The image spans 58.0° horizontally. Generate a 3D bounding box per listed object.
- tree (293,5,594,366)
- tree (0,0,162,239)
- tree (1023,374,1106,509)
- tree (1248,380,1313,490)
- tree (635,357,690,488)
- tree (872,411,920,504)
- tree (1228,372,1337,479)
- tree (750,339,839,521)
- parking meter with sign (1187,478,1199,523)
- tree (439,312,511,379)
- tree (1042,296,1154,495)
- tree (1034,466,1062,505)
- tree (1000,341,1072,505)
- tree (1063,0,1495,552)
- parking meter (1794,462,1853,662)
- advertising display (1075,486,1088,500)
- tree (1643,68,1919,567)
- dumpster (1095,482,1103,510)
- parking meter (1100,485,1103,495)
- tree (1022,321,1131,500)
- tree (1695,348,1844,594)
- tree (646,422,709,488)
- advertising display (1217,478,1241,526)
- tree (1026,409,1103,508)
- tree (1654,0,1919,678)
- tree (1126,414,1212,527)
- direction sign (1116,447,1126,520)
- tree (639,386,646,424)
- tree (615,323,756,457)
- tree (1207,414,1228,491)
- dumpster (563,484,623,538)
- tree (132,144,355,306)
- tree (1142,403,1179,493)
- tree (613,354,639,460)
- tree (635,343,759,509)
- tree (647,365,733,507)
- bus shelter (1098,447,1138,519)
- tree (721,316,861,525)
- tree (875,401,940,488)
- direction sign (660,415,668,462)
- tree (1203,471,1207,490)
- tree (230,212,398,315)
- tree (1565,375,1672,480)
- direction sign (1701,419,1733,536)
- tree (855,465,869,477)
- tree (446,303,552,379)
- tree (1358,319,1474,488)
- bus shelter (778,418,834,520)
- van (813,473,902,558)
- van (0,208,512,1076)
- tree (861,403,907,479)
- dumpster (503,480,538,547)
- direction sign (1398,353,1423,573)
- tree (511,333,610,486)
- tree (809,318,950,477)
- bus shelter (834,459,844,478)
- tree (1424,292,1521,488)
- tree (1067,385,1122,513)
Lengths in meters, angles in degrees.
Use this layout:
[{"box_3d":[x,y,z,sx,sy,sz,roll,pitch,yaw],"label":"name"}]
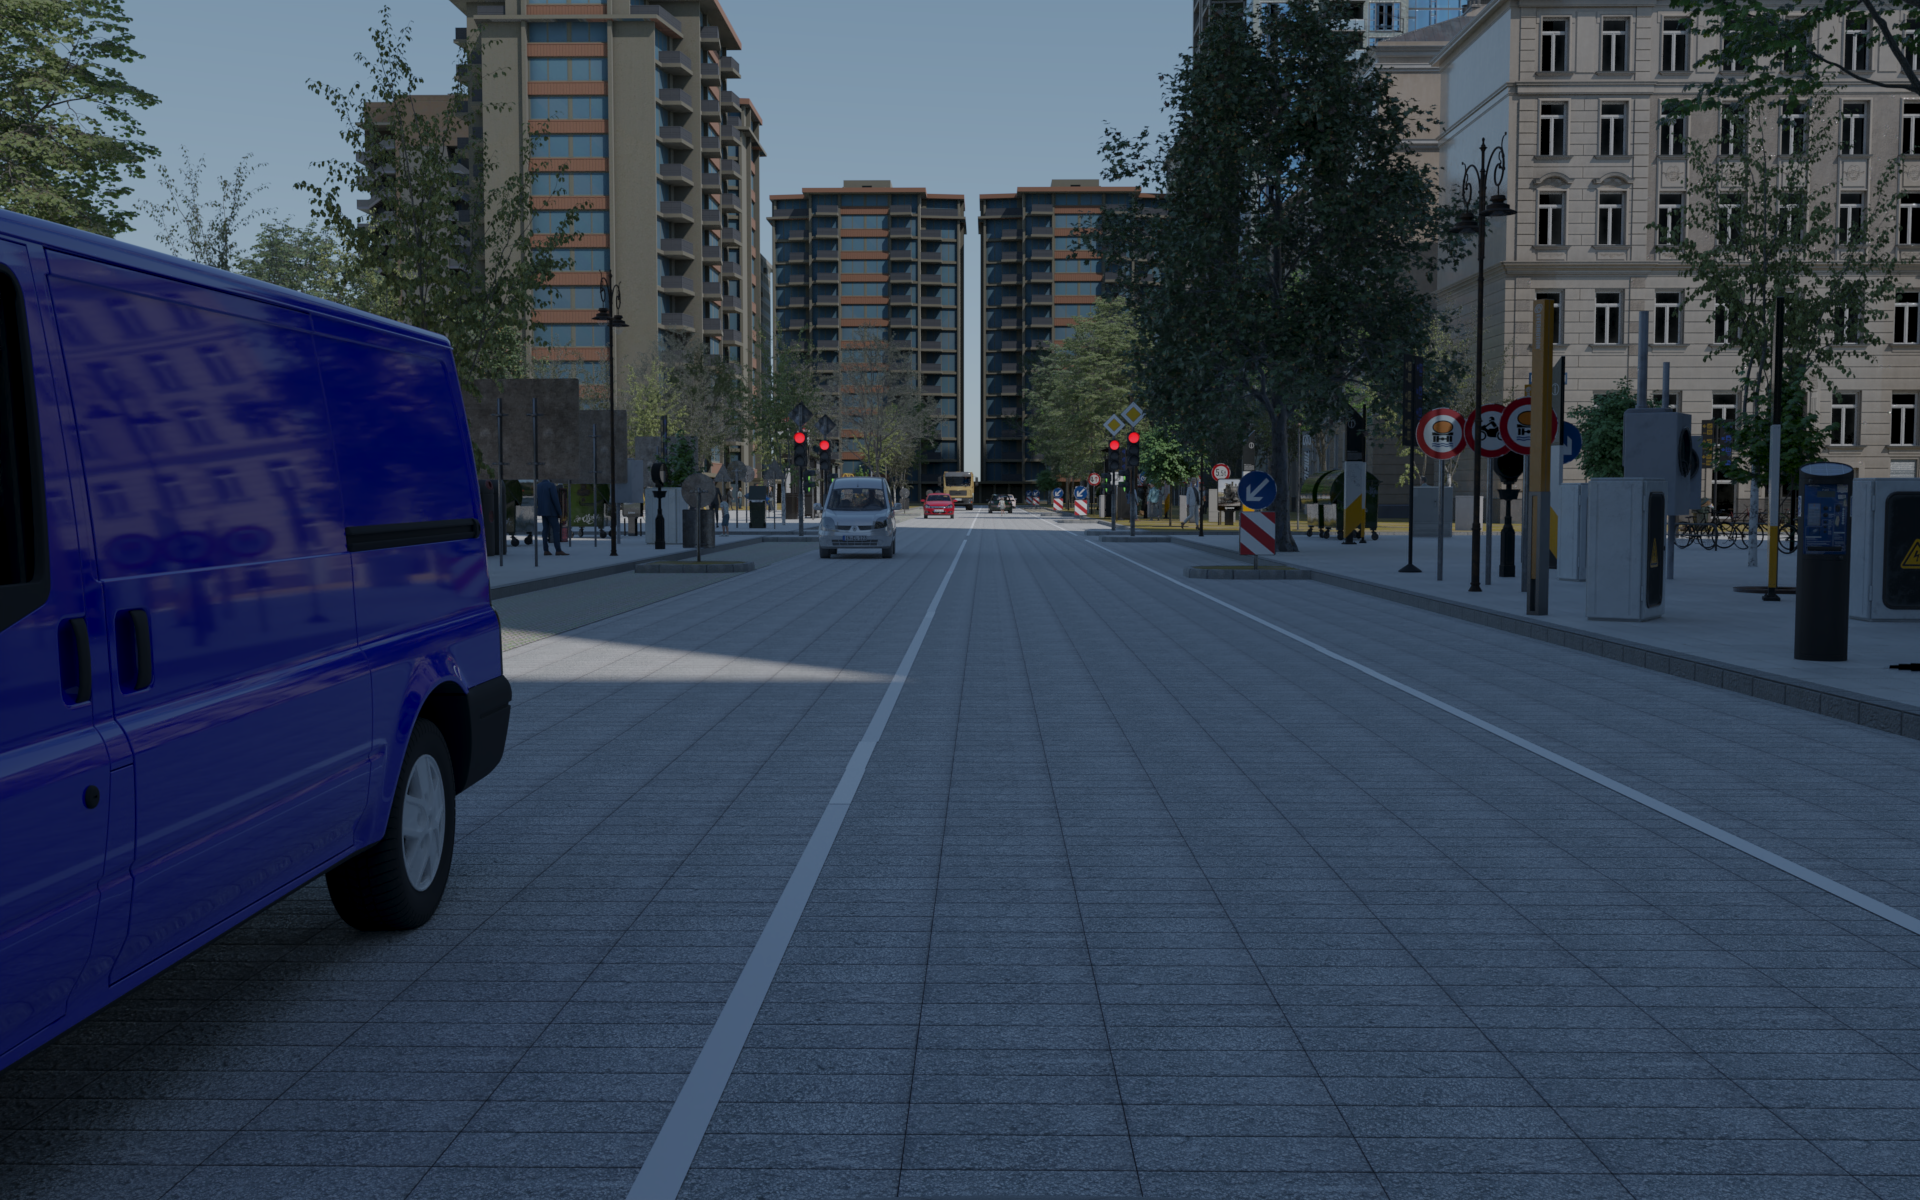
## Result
[{"box_3d":[-8.097,-4.695,27.125,4.737,8.622,4.395,0,3,0],"label":"tree"},{"box_3d":[-16.709,-6.702,27.702,7.486,12.596,7.792,0,3,0],"label":"tree"},{"box_3d":[9.129,-13.380,144.523,9.928,11.665,9.643,0,3,0],"label":"tree"},{"box_3d":[17.582,-8.830,94.736,4.737,8.622,4.395,0,3,0],"label":"tree"},{"box_3d":[-16.802,-8.765,93.666,4.737,8.622,4.395,0,3,0],"label":"tree"},{"box_3d":[-5.592,-12.142,148.883,4.360,8.622,3.978,0,3,0],"label":"tree"},{"box_3d":[16.627,-8.373,87.267,4.360,8.622,3.978,0,3,0],"label":"tree"},{"box_3d":[-7.558,-8.031,81.670,4.360,8.622,3.978,0,3,0],"label":"tree"},{"box_3d":[10.326,-4.905,76.464,0.543,3.016,1.738,0,4,0],"label":"parking meter with sign"},{"box_3d":[-20.456,-7.348,70.496,4.360,8.622,3.978,0,3,0],"label":"tree"},{"box_3d":[8.736,-11.026,98.397,7.486,12.596,7.792,0,3,0],"label":"tree"},{"box_3d":[10.107,-13.310,201.334,4.285,4.588,4.351,0,3,0],"label":"tree"},{"box_3d":[11.292,-21.776,211.921,12.611,20.169,13.585,0,3,0],"label":"tree"},{"box_3d":[7.145,-7.435,38.572,9.611,12.733,9.660,0,3,0],"label":"tree"},{"box_3d":[6.676,-0.305,13.391,0.372,1.533,0.369,0,3,0],"label":"parking meter"},{"box_3d":[9.397,-7.893,134.262,0.974,1.923,0.123,1,4,17],"label":"advertising display"},{"box_3d":[14.293,-4.895,30.404,4.737,8.622,4.395,0,3,0],"label":"tree"},{"box_3d":[11.303,-8.122,135.285,1.502,2.255,1.985,0,4,1],"label":"dumpster"},{"box_3d":[9.083,-6.355,109.619,0.399,1.863,0.255,0,4,-2],"label":"parking meter"},{"box_3d":[8.855,-13.369,125.231,9.857,13.997,8.962,0,3,0],"label":"tree"},{"box_3d":[10.751,-1.719,22.707,1.663,3.219,1.824,0,3,0],"label":"tree"},{"box_3d":[-7.429,-3.193,46.801,1.663,3.219,1.824,0,3,0],"label":"tree"},{"box_3d":[10.983,-4.003,70.660,0.974,1.923,0.123,0,4,4],"label":"advertising display"},{"box_3d":[10.036,-13.543,155.832,8.767,10.594,7.601,0,4,7],"label":"tree"},{"box_3d":[7.394,-5.267,11.879,9.928,11.665,9.643,0,3,0],"label":"tree"},{"box_3d":[8.162,-5.141,67.775,4.285,4.588,4.351,0,3,0],"label":"tree"},{"box_3d":[7.823,-5.641,84.235,0.379,3.537,0.876,-2,4,-26],"label":"direction sign"},{"box_3d":[-21.909,-10.132,116.027,4.360,8.622,3.978,0,3,0],"label":"tree"},{"box_3d":[-19.723,-13.027,123.361,12.009,13.543,11.850,0,3,0],"label":"tree"},{"box_3d":[17.771,-9.366,103.501,4.360,8.622,3.978,0,3,0],"label":"tree"},{"box_3d":[-10.793,-2.950,50.732,1.502,2.255,1.985,0,4,1],"label":"dumpster"},{"box_3d":[-15.601,-5.318,37.308,4.360,8.622,3.978,0,3,0],"label":"tree"},{"box_3d":[14.715,-11.216,133.744,4.737,8.622,4.395,0,3,0],"label":"tree"},{"box_3d":[-17.839,-8.193,84.316,4.360,8.622,3.978,0,3,0],"label":"tree"},{"box_3d":[-16.375,-10.597,107.677,8.767,10.594,7.601,0,4,4],"label":"tree"},{"box_3d":[-15.364,-9.139,99.779,4.360,8.622,3.978,0,3,0],"label":"tree"},{"box_3d":[8.129,-5.986,89.160,1.731,3.624,6.357,0,4,1],"label":"bus shelter"},{"box_3d":[-7.406,-7.372,70.887,4.737,8.622,4.395,0,3,0],"label":"tree"},{"box_3d":[-5.734,-15.849,184.885,9.928,11.665,9.643,0,3,0],"label":"tree"},{"box_3d":[-8.551,-3.553,50.093,0.379,3.537,0.876,-1,4,-20],"label":"direction sign"},{"box_3d":[18.874,-10.399,120.381,4.360,8.622,3.978,0,3,0],"label":"tree"},{"box_3d":[-29.879,-10.462,77.716,9.857,13.997,8.962,0,3,0],"label":"tree"},{"box_3d":[18.149,-3.913,47.693,4.285,4.588,4.351,0,3,0],"label":"tree"},{"box_3d":[22.986,-3.711,52.678,0.876,3.537,0.379,2,4,32],"label":"direction sign"},{"box_3d":[-6.664,-7.327,114.403,1.663,3.219,1.824,0,3,0],"label":"tree"},{"box_3d":[-28.271,-11.336,102.351,9.611,12.733,9.660,0,3,0],"label":"tree"},{"box_3d":[18.741,-7.376,70.956,4.737,8.622,4.395,0,3,0],"label":"tree"},{"box_3d":[-8.302,-6.960,91.429,2.179,5.291,8.768,0,4,1],"label":"bus shelter"},{"box_3d":[-2.340,-2.017,39.991,2.013,2.044,4.112,0,4,-1],"label":"van"},{"box_3d":[-2.697,0.018,4.090,2.240,2.365,5.245,0,4,0],"label":"van"},{"box_3d":[-6.259,-11.526,138.811,4.737,8.622,4.395,0,3,0],"label":"tree"},{"box_3d":[-11.301,-2.465,42.794,1.502,2.255,1.985,0,4,1],"label":"dumpster"},{"box_3d":[7.386,-2.221,28.313,0.379,3.537,0.876,2,4,33],"label":"direction sign"},{"box_3d":[-18.541,-7.825,78.298,4.360,8.622,3.978,0,3,0],"label":"tree"},{"box_3d":[-5.932,-12.915,121.531,12.009,13.543,11.850,0,3,0],"label":"tree"},{"box_3d":[-8.479,-7.785,104.917,2.179,5.291,8.768,0,4,1],"label":"bus shelter"},{"box_3d":[18.361,-6.955,64.085,4.360,8.622,3.978,0,3,0],"label":"tree"},{"box_3d":[8.798,-10.165,116.559,4.737,8.622,4.395,0,3,0],"label":"tree"}]
